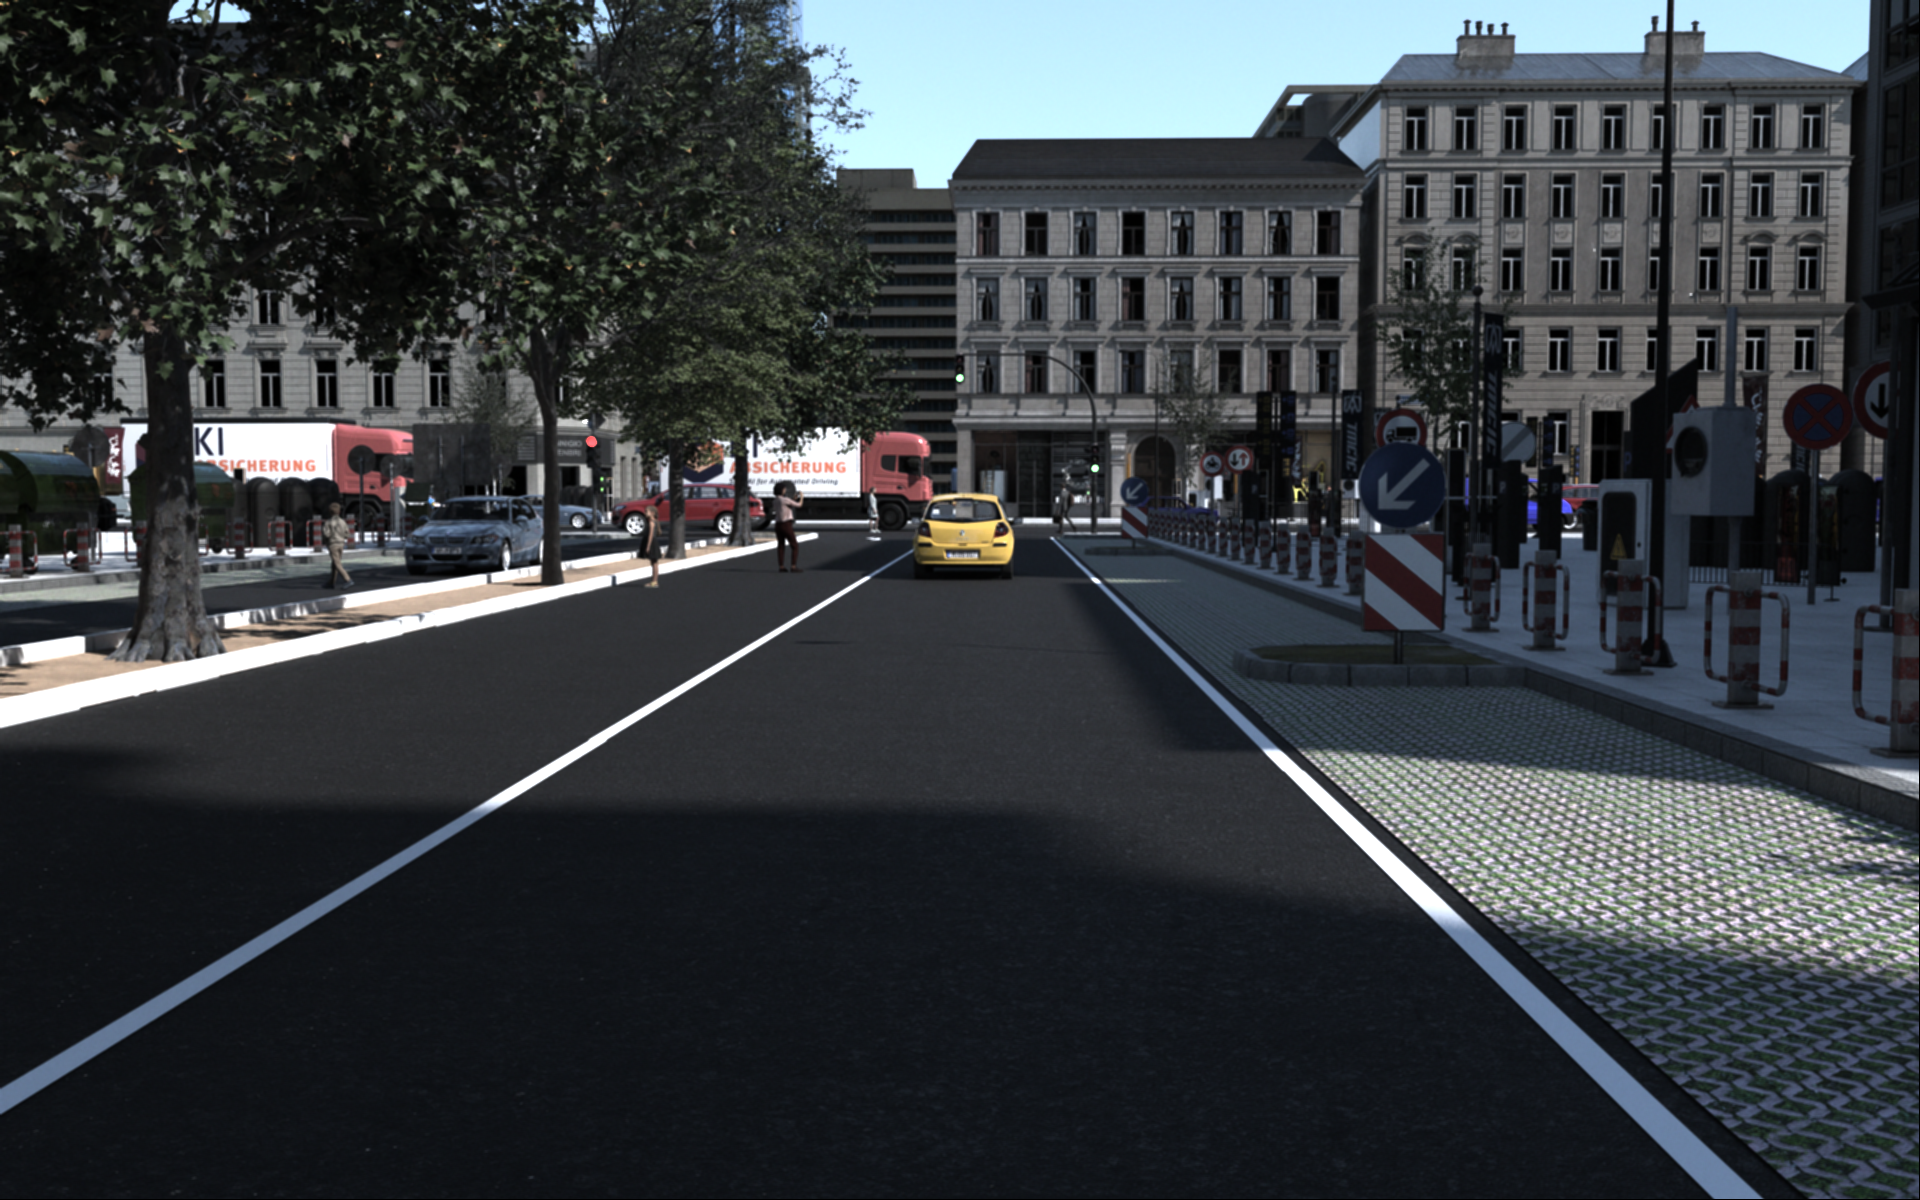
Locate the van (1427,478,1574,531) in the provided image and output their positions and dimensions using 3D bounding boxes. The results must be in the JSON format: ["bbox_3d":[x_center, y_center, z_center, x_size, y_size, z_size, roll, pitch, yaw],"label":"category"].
[{"bbox_3d":[20.419,-3.727,65.319,5.245,2.365,2.240,0,4,2],"label":"van"}]

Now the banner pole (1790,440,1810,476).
[{"bbox_3d":[21.917,-3.352,44.819,0.863,3.779,0.401,1,4,17],"label":"banner pole"}]

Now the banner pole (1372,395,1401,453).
[{"bbox_3d":[10.876,-3.305,44.058,0.863,3.779,0.401,1,4,12],"label":"banner pole"}]

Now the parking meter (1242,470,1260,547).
[{"bbox_3d":[7.057,-2.223,42.056,0.399,1.863,0.255,-3,5,-41],"label":"parking meter"}]

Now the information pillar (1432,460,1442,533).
[{"bbox_3d":[10.516,-2.047,37.963,0.304,2.012,0.304,1,4,13],"label":"information pillar"}]

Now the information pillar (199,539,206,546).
[{"bbox_3d":[-18.661,-2.326,42.529,0.304,2.012,0.304,-2,4,-33],"label":"information pillar"}]

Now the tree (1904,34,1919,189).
[{"bbox_3d":[12.975,-4.273,20.224,4.360,8.622,3.978,0,3,0],"label":"tree"}]

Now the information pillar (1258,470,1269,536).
[{"bbox_3d":[9.204,-2.943,52.609,0.304,2.012,0.304,1,4,12],"label":"information pillar"}]

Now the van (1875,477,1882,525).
[{"bbox_3d":[34.946,-3.447,60.738,5.245,2.365,2.240,0,4,2],"label":"van"}]

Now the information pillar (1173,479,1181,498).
[{"bbox_3d":[10.890,-5.049,87.037,0.304,2.012,0.304,-3,5,-42],"label":"information pillar"}]

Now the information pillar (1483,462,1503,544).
[{"bbox_3d":[10.698,-1.839,34.565,0.304,2.012,0.304,0,4,4],"label":"information pillar"}]

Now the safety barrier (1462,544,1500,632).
[{"bbox_3d":[4.864,-0.115,16.157,0.300,0.817,1.120,0,4,2],"label":"safety barrier"}]

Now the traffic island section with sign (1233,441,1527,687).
[{"bbox_3d":[3.228,-0.313,13.754,1.989,1.847,2.006,0,4,2],"label":"traffic island section with sign"}]

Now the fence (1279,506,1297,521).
[{"bbox_3d":[15.652,-4.135,82.980,0.278,0.683,2.069,2,4,31],"label":"fence"}]

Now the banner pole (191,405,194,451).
[{"bbox_3d":[-21.659,-3.601,48.886,0.401,3.779,0.863,-2,4,-28],"label":"banner pole"}]

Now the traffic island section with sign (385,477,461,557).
[{"bbox_3d":[-12.046,-1.931,40.196,1.989,1.847,2.006,0,4,2],"label":"traffic island section with sign"}]

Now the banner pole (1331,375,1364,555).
[{"bbox_3d":[8.103,-2.845,36.530,0.863,3.779,0.401,0,4,2],"label":"banner pole"}]

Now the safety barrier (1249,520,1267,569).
[{"bbox_3d":[5.225,-0.938,29.611,0.300,0.817,1.120,0,4,2],"label":"safety barrier"}]

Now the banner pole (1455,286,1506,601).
[{"bbox_3d":[6.382,-1.899,21.061,0.863,3.779,0.401,-3,5,-43],"label":"banner pole"}]

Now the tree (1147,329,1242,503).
[{"bbox_3d":[10.531,-7.833,78.435,4.360,8.622,3.978,0,3,0],"label":"tree"}]

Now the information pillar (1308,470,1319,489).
[{"bbox_3d":[10.999,-3.021,53.883,0.304,2.012,0.304,1,4,17],"label":"information pillar"}]

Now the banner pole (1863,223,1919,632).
[{"bbox_3d":[8.695,-1.583,15.893,0.401,3.779,0.863,0,4,-4],"label":"banner pole"}]

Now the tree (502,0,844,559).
[{"bbox_3d":[-6.345,-7.196,38.235,7.486,12.596,7.792,0,3,0],"label":"tree"}]

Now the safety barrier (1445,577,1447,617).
[{"bbox_3d":[4.913,-0.232,18.073,0.300,0.817,1.120,0,4,2],"label":"safety barrier"}]

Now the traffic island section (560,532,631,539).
[{"bbox_3d":[-11.933,-2.094,56.516,2.009,0.180,2.903,0,4,2],"label":"traffic island section"}]

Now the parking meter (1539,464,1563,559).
[{"bbox_3d":[11.639,-1.739,34.143,0.399,1.863,0.255,-1,4,-22],"label":"parking meter"}]

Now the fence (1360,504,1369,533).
[{"bbox_3d":[10.186,-2.160,46.522,0.480,1.192,2.264,-2,4,-34],"label":"fence"}]

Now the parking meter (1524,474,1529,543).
[{"bbox_3d":[14.570,-2.408,45.077,0.255,1.863,0.399,-2,4,-25],"label":"parking meter"}]

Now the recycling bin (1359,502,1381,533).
[{"bbox_3d":[13.405,-2.660,56.053,0.722,1.027,0.722,-2,4,-34],"label":"recycling bin"}]

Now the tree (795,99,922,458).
[{"bbox_3d":[-5.964,-7.800,47.000,9.611,12.733,9.660,0,3,0],"label":"tree"}]

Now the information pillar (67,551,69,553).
[{"bbox_3d":[-19.421,-2.006,37.286,0.304,2.012,0.304,0,4,-6],"label":"information pillar"}]

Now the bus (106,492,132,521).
[{"bbox_3d":[-28.728,-4.773,72.895,13.247,3.499,2.948,0,4,0],"label":"bus"}]

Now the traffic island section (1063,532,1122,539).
[{"bbox_3d":[4.353,-2.067,56.077,2.009,0.180,2.903,0,4,2],"label":"traffic island section"}]

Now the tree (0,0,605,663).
[{"bbox_3d":[-6.872,-5.835,14.873,9.611,12.733,9.660,0,3,0],"label":"tree"}]

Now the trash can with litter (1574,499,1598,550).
[{"bbox_3d":[14.535,-1.720,39.508,1.055,1.170,0.624,-3,5,-42],"label":"trash can with litter"}]

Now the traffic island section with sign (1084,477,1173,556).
[{"bbox_3d":[3.958,-1.976,40.931,1.989,1.847,2.006,0,4,2],"label":"traffic island section with sign"}]

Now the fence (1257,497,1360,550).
[{"bbox_3d":[8.056,-1.776,40.248,2.264,1.192,0.480,2,4,34],"label":"fence"}]

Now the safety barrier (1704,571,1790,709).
[{"bbox_3d":[4.707,0.237,10.393,0.300,0.817,1.120,0,4,2],"label":"safety barrier"}]

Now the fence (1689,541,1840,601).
[{"bbox_3d":[9.775,-0.373,21.481,2.069,0.683,0.278,3,5,45],"label":"fence"}]

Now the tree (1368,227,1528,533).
[{"bbox_3d":[13.588,-6.018,48.750,4.737,8.622,4.395,0,3,0],"label":"tree"}]

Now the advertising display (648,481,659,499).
[{"bbox_3d":[-14.601,-4.746,82.815,0.974,1.923,0.123,3,5,45],"label":"advertising display"}]

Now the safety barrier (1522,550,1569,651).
[{"bbox_3d":[4.809,0.002,14.237,0.300,0.817,1.120,0,4,2],"label":"safety barrier"}]

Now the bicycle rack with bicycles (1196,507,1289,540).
[{"bbox_3d":[8.074,-2.185,49.104,2.852,0.926,2.925,0,4,-8],"label":"bicycle rack with bicycles"}]

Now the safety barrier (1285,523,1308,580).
[{"bbox_3d":[5.114,-0.704,25.779,0.300,0.817,1.120,0,4,2],"label":"safety barrier"}]

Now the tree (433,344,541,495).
[{"bbox_3d":[-22.095,-7.954,80.407,4.360,8.622,3.978,0,3,0],"label":"tree"}]

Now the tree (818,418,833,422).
[{"bbox_3d":[-12.395,-12.630,156.858,4.360,8.622,3.978,0,3,0],"label":"tree"}]

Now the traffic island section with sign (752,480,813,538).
[{"bbox_3d":[-5.761,-2.963,56.586,2.006,1.907,1.989,0,4,2],"label":"traffic island section with sign"}]

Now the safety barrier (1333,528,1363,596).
[{"bbox_3d":[5.013,-0.468,21.922,0.300,0.817,1.120,0,4,2],"label":"safety barrier"}]

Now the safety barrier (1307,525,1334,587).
[{"bbox_3d":[5.069,-0.585,23.846,0.300,0.817,1.120,0,4,2],"label":"safety barrier"}]

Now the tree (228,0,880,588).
[{"bbox_3d":[-6.314,-6.946,26.392,12.009,13.543,11.850,0,3,0],"label":"tree"}]

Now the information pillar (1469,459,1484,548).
[{"bbox_3d":[11.032,-1.983,36.920,0.304,2.012,0.304,-3,5,-43],"label":"information pillar"}]

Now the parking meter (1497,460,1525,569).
[{"bbox_3d":[9.445,-1.475,29.832,0.255,1.863,0.399,-1,4,-14],"label":"parking meter"}]

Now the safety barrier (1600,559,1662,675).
[{"bbox_3d":[4.758,0.120,12.309,0.300,0.817,1.120,0,4,2],"label":"safety barrier"}]

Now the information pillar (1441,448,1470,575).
[{"bbox_3d":[7.902,-1.417,27.663,0.304,2.012,0.304,0,4,8],"label":"information pillar"}]

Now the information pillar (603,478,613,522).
[{"bbox_3d":[-16.174,-4.597,79.655,0.304,2.012,0.304,3,5,41],"label":"information pillar"}]

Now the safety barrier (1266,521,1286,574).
[{"bbox_3d":[5.172,-0.821,27.694,0.300,0.817,1.120,0,4,2],"label":"safety barrier"}]

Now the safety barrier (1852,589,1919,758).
[{"bbox_3d":[4.653,0.355,8.464,0.300,0.817,1.120,0,4,2],"label":"safety barrier"}]

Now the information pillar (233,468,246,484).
[{"bbox_3d":[-19.991,-2.666,48.088,0.304,2.012,0.304,-1,4,-16],"label":"information pillar"}]
